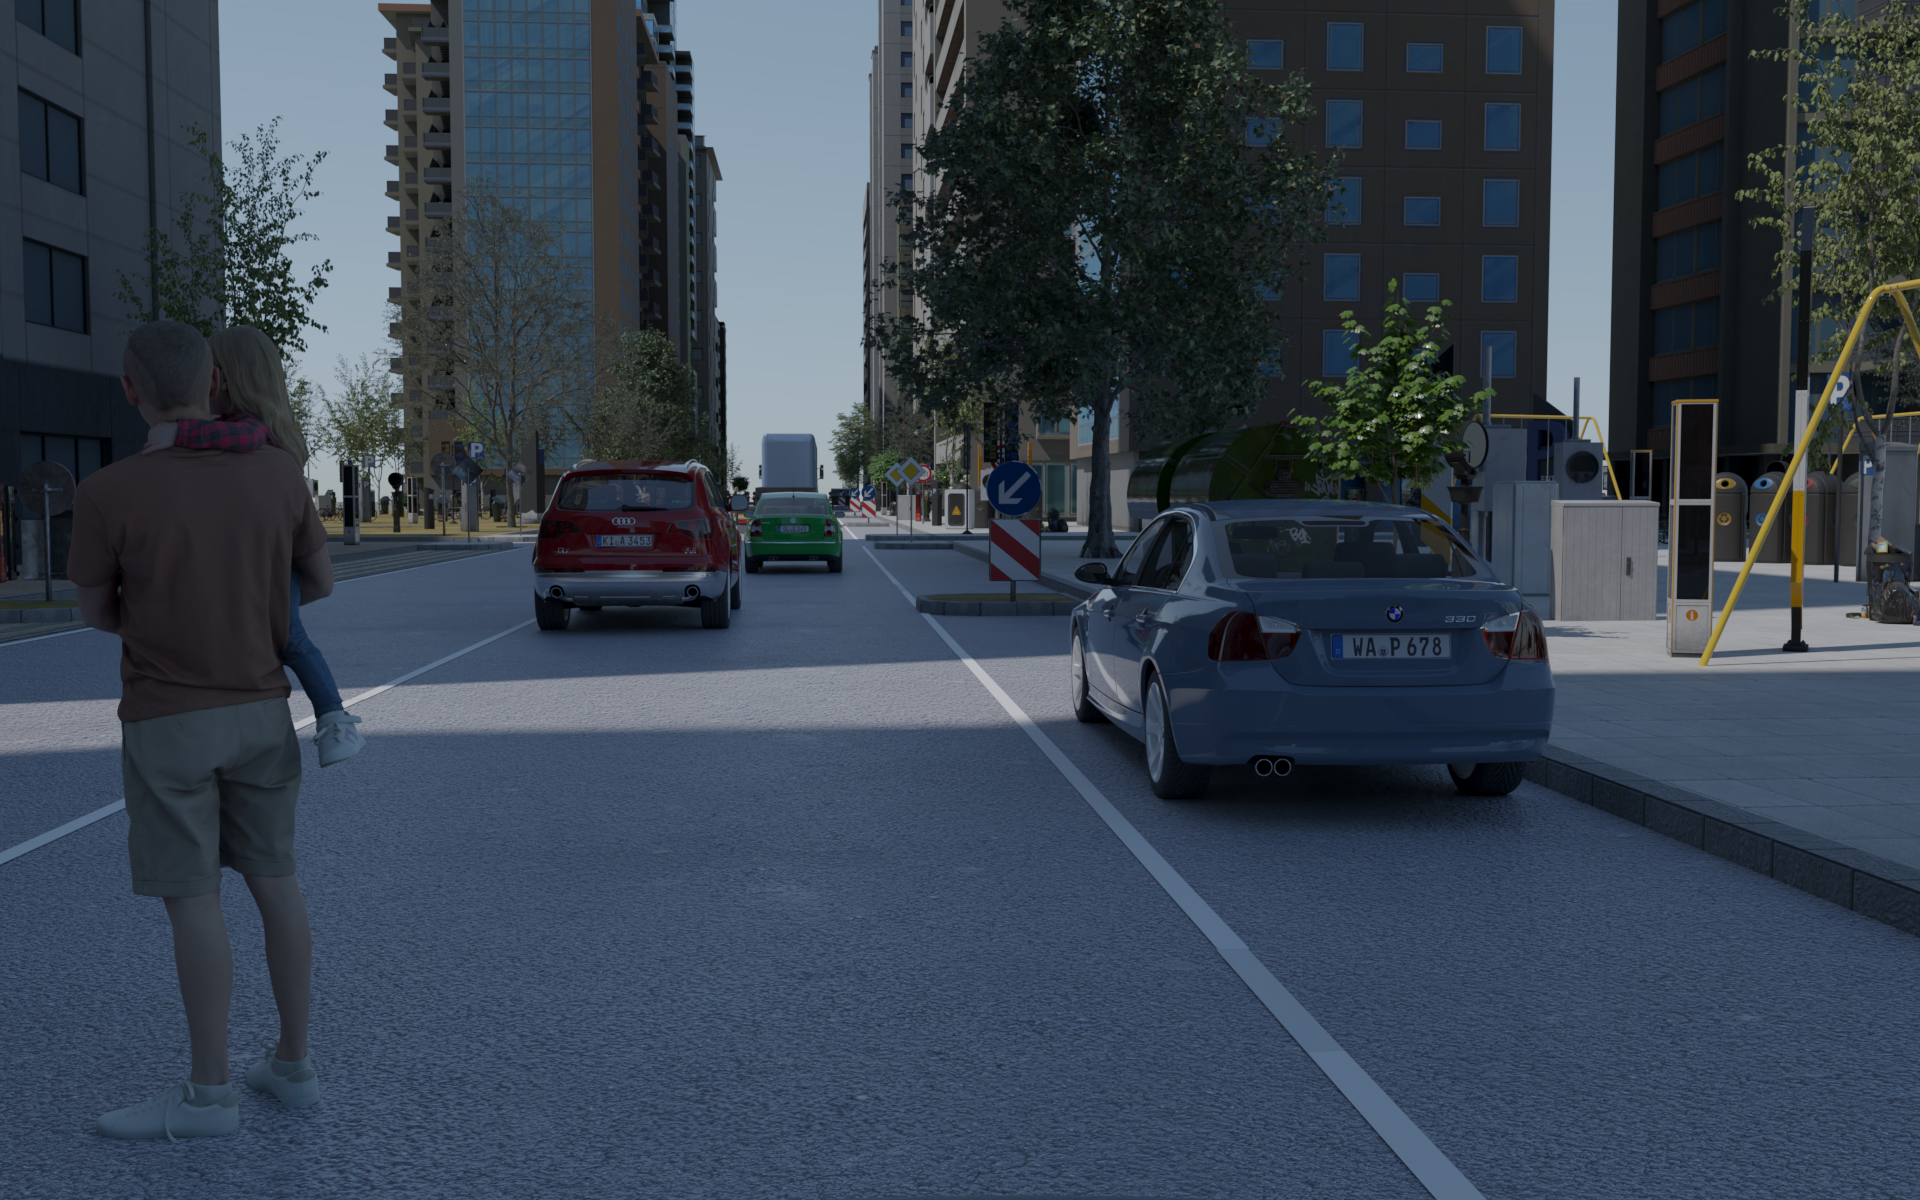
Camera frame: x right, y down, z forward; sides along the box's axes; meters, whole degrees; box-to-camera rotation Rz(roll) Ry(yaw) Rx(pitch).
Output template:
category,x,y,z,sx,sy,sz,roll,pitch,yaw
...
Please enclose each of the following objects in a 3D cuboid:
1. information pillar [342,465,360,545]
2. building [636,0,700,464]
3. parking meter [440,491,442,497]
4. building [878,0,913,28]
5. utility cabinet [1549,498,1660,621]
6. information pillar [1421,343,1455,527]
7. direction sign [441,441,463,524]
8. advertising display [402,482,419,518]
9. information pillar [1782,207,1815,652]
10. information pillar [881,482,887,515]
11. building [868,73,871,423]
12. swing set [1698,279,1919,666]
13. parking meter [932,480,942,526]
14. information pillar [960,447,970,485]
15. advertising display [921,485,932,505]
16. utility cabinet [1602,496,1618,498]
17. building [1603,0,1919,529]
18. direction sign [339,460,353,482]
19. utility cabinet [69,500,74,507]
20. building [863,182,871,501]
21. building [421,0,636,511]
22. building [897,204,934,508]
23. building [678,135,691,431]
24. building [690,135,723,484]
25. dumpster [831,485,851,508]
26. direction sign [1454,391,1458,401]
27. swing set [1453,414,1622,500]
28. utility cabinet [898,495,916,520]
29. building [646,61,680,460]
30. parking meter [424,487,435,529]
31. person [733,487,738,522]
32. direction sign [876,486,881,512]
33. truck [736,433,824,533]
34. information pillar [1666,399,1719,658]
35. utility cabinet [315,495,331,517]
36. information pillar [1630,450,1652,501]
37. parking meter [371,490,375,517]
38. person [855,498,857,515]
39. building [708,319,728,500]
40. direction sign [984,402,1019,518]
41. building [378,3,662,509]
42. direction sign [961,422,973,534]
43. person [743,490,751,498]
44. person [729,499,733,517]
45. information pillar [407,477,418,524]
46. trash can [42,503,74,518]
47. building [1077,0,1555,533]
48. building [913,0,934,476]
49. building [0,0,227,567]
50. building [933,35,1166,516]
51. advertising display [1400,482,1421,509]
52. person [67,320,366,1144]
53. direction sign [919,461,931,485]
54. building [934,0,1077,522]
category,x,y,z,sx,sy,sz,roll,pitch,yaw
information pillar,-15.300,-2.387,43.513,0.304,2.012,0.304,0,4,4
building,-44.706,-55.885,226.383,22.319,86.520,31.000,0,4,-5
parking meter,-36.379,-6.936,121.817,0.372,1.533,0.369,0,3,0
building,1.673,-39.513,188.030,21.231,58.520,28.212,0,4,-5
utility cabinet,6.546,-0.394,17.596,1.020,1.237,0.306,0,4,-6
information pillar,7.487,-2.186,27.099,0.504,3.616,0.183,2,4,30
direction sign,-21.826,-5.048,74.535,0.876,3.537,0.379,-1,4,-15
advertising display,-29.941,-5.452,94.352,0.123,1.923,0.974,3,5,40
information pillar,6.820,-1.387,14.032,0.183,3.616,0.504,2,4,27
information pillar,-4.611,-6.158,105.170,0.304,2.012,0.304,-1,4,-14
building,-1.478,-42.120,230.658,21.231,58.520,28.212,0,4,-5
swing set,7.138,-0.851,11.530,2.862,2.851,3.119,0,4,-8
parking meter,-0.923,-3.911,69.661,0.255,1.863,0.399,-3,5,-45
information pillar,0.228,-5.085,74.492,0.504,3.616,0.183,3,5,41
advertising display,-2.184,-6.841,117.065,0.974,1.923,0.123,-1,4,-14
utility cabinet,25.796,-3.564,69.431,0.306,1.237,1.020,-3,5,-42
building,41.187,-25.384,69.651,28.867,44.769,22.147,0,4,-5
direction sign,-41.169,-7.600,116.251,0.876,3.537,0.379,-1,4,-16
utility cabinet,-15.144,-1.171,30.308,1.020,1.237,0.306,-1,4,-18
building,-3.332,-38.658,255.755,21.300,48.544,21.600,0,4,-5
building,-32.458,-29.560,133.409,14.600,45.320,14.200,0,4,-5
building,0.827,-24.215,167.622,14.160,30.474,14.107,0,4,-5
building,-37.263,-31.033,190.991,14.154,41.232,14.086,0,4,-5
building,-50.039,-40.823,256.690,28.713,52.752,27.495,0,4,-5
dumpster,-11.403,-9.844,165.904,1.985,2.255,1.502,0,4,-4
direction sign,10.521,-2.811,37.952,0.876,3.537,0.379,-2,4,-24
swing set,11.534,-2.256,34.513,3.119,2.851,2.862,-1,4,-22
utility cabinet,-2.602,-4.528,85.200,1.020,1.237,0.306,1,4,12
building,-36.104,-32.179,176.242,14.600,45.320,14.200,0,4,-5
parking meter,-19.407,-3.359,63.326,0.372,1.533,0.369,0,3,0
person,-11.808,-4.924,89.218,0.699,1.804,1.509,3,4,36
direction sign,-5.948,-8.222,126.428,0.379,3.537,0.876,3,5,43
truck,-7.280,-4.969,70.995,2.967,4.110,18.799,0,4,-3
information pillar,5.760,-0.559,13.635,0.304,2.012,0.304,1,4,15
utility cabinet,-35.475,-5.219,96.486,0.306,1.237,1.020,1,4,19
information pillar,11.422,-1.504,29.088,0.304,2.012,0.304,1,4,15
parking meter,-32.755,-5.383,96.421,0.372,1.533,0.369,0,3,0
person,-7.012,-6.307,115.895,0.425,1.301,0.394,1,4,13
building,-44.942,-31.011,278.729,14.160,30.474,14.107,0,4,-5
direction sign,1.011,-3.102,42.722,0.876,3.537,0.379,1,4,14
building,-38.498,-30.573,154.490,22.147,44.769,28.867,0,4,-5
direction sign,0.230,-3.861,55.129,0.379,3.537,0.876,1,4,12
person,-22.322,-10.494,180.037,1.348,1.831,0.705,-2,4,-27
person,-8.699,-3.190,65.340,0.352,1.250,0.332,-3,4,-36
information pillar,-23.718,-4.314,75.030,0.304,2.012,0.304,2,4,29
trash can,-14.613,-1.014,28.233,0.748,1.137,0.748,0,3,0
building,12.074,-25.277,63.382,14.200,45.320,14.600,0,4,-5
building,10.127,-34.107,146.883,28.713,52.752,27.495,0,4,-5
building,-27.392,-36.275,31.356,20.611,71.187,20.563,0,4,-5
building,5.570,-28.797,120.948,14.600,45.320,14.200,0,4,-5
advertising display,11.180,-2.254,42.065,0.974,1.923,0.123,2,4,28
person,-1.701,0.272,4.021,0.573,1.828,0.580,0,4,-6
direction sign,-2.399,-7.770,119.038,0.876,3.537,0.379,1,4,19
building,10.000,-28.463,89.069,21.300,48.544,21.600,0,4,-5
